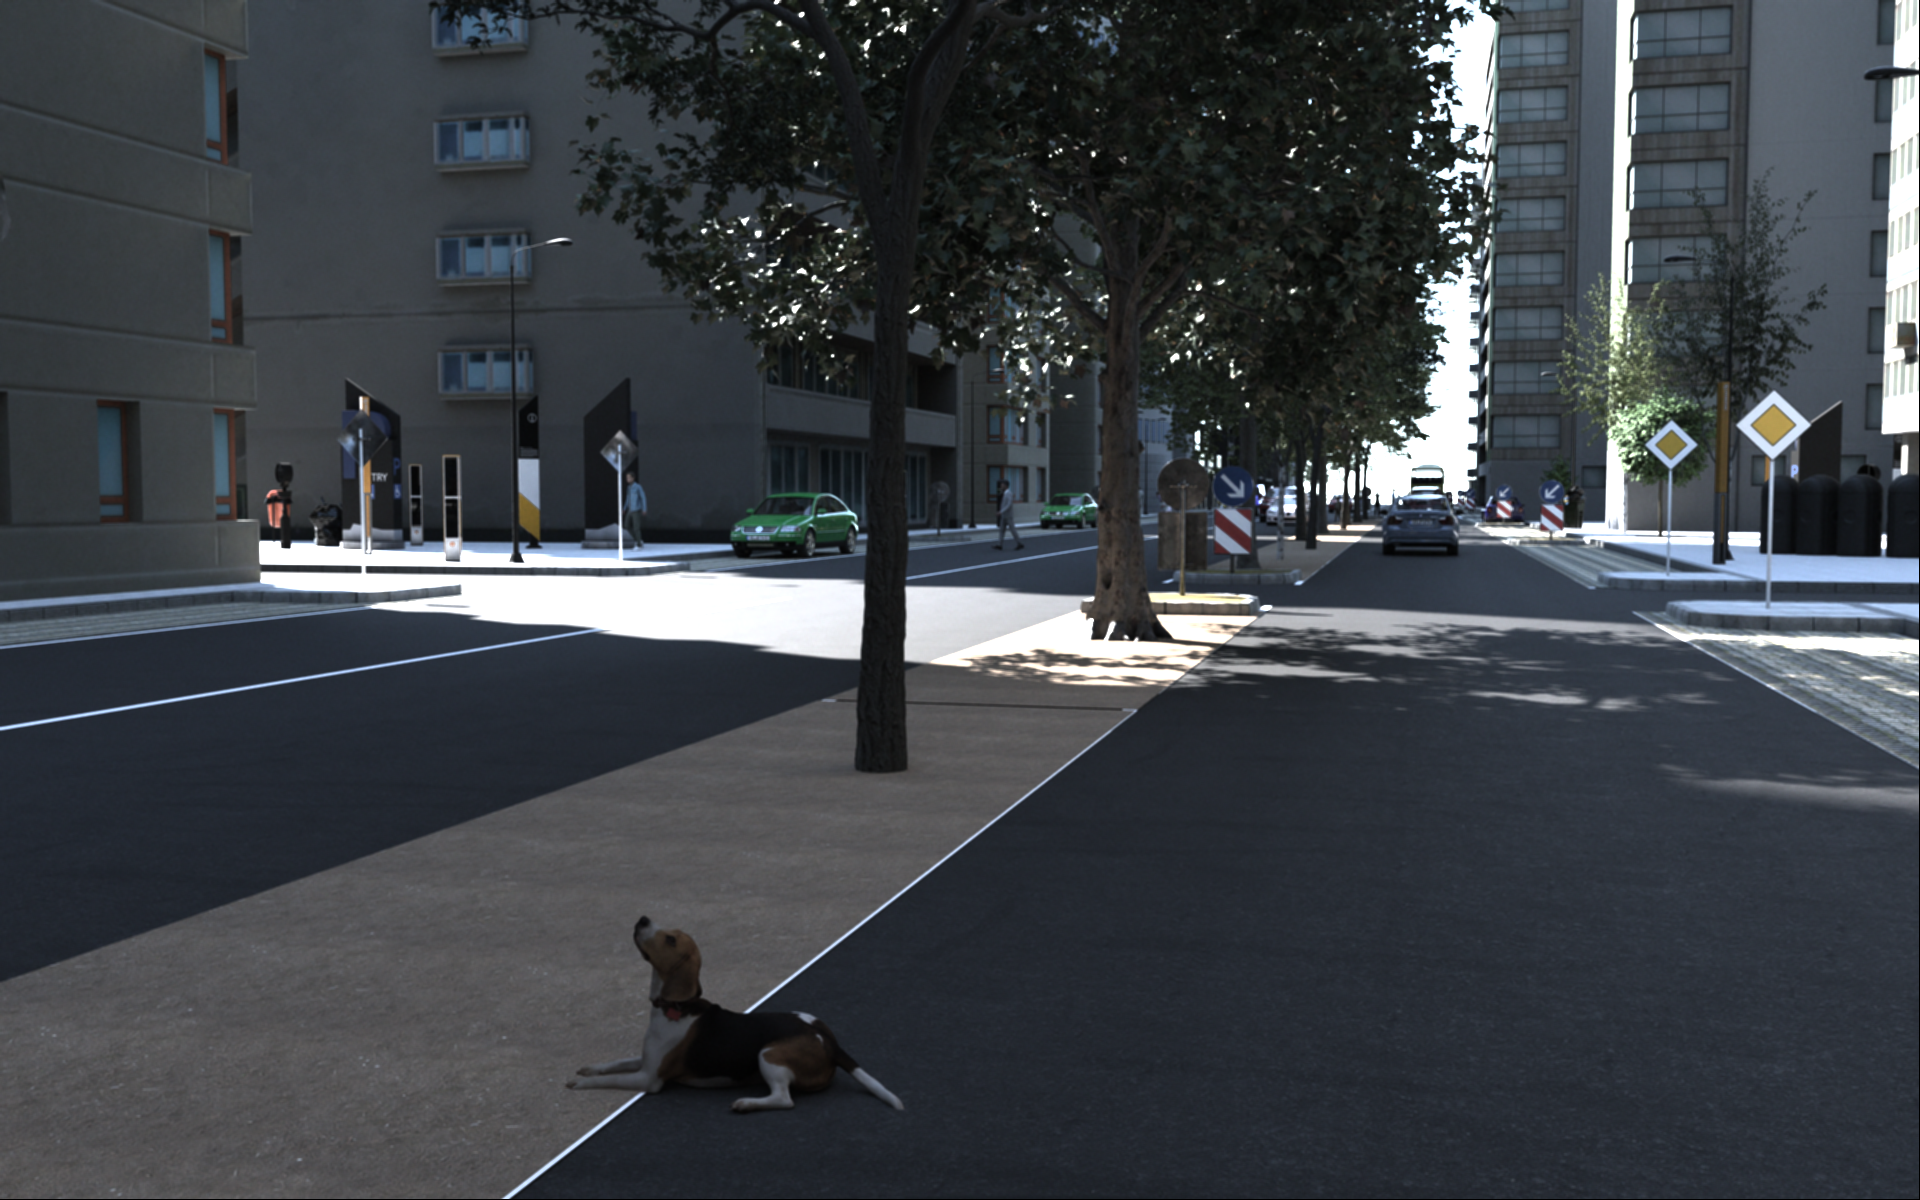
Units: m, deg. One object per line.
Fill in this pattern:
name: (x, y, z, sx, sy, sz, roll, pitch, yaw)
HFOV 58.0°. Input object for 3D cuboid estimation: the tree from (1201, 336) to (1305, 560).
tree: (6.962, -5.180, 37.509, 4.737, 8.622, 4.395, 0, 3, 0)

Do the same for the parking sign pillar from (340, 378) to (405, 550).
parking sign pillar: (-13.688, -3.168, 40.262, 1.447, 3.967, 1.447, 1, 4, 10)

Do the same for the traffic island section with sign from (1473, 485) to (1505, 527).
traffic island section with sign: (23.529, -4.084, 75.398, 1.989, 1.847, 2.006, 1, 4, 15)

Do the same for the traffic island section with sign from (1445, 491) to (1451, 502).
traffic island section with sign: (43.171, -8.639, 149.870, 1.989, 1.847, 2.006, 1, 4, 15)

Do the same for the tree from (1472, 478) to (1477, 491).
tree: (54.249, -11.330, 179.852, 1.663, 3.219, 1.824, 0, 3, 0)

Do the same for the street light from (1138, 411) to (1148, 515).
street light: (9.577, -7.620, 97.121, 1.470, 5.913, 1.316, 1, 4, 15)

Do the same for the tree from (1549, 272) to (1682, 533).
tree: (21.640, -6.492, 56.513, 4.737, 8.622, 4.395, 0, 3, 0)

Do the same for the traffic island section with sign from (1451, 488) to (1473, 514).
traffic island section with sign: (36.013, -6.978, 122.711, 1.989, 1.847, 2.006, 1, 4, 15)

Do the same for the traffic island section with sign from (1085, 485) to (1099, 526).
traffic island section with sign: (6.300, -4.312, 79.134, 1.989, 1.847, 2.006, 1, 4, 15)

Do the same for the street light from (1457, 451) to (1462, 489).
street light: (55.119, -13.213, 188.578, 1.470, 5.913, 1.316, 1, 4, 15)

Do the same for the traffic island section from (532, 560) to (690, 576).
traffic island section: (-6.227, -0.574, 31.665, 2.009, 0.180, 2.903, 1, 4, 15)

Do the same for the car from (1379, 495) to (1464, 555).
car: (11.193, -1.838, 42.050, 2.014, 1.417, 4.499, 1, 4, 15)

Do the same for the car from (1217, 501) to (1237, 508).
car: (15.936, -5.494, 100.048, 2.015, 1.641, 3.980, 1, 4, 15)

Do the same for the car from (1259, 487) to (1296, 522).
car: (16.661, -4.948, 89.575, 2.281, 1.827, 5.304, 1, 4, 14)

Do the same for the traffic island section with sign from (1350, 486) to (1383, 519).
traffic island section with sign: (23.705, -5.689, 101.145, 2.006, 1.907, 1.989, 1, 4, 15)

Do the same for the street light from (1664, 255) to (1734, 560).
street light: (14.399, -3.744, 33.754, 1.470, 5.913, 1.316, 1, 4, 15)

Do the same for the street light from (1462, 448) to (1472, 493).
street light: (51.229, -12.280, 173.325, 1.470, 5.913, 1.316, 1, 4, 15)

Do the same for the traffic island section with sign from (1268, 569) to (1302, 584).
traffic island section with sign: (4.555, -1.244, 28.479, 2.006, 1.907, 1.989, 1, 4, 15)

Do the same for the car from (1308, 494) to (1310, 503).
car: (34.654, -9.981, 173.414, 2.015, 1.641, 3.980, 1, 4, 16)

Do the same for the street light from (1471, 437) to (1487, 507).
street light: (42.649, -10.297, 140.899, 1.470, 5.913, 1.316, 1, 4, 15)

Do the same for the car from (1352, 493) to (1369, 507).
car: (37.833, -9.435, 163.851, 1.945, 1.707, 3.694, 1, 4, 14)

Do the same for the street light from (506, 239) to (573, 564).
street light: (-7.710, -3.625, 31.809, 1.470, 5.913, 1.316, 1, 4, 15)

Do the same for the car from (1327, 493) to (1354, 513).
car: (29.560, -7.654, 134.184, 2.155, 1.783, 4.494, 1, 4, 15)

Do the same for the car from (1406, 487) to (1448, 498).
car: (25.514, -5.263, 94.724, 2.281, 1.827, 5.304, 1, 4, 16)

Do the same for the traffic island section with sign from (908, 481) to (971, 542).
traffic island section with sign: (-0.736, -2.683, 52.488, 1.989, 1.847, 2.006, 1, 4, 15)

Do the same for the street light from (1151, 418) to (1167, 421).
street light: (11.937, -8.164, 106.021, 1.470, 5.913, 1.316, 1, 4, 15)

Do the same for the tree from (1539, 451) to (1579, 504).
tree: (26.557, -5.001, 76.370, 1.663, 3.219, 1.824, 0, 3, 0)

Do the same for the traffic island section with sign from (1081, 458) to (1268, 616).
traffic island section with sign: (2.657, -0.806, 21.318, 2.006, 1.907, 1.989, 1, 4, 15)

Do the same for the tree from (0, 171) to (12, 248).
tree: (-2.632, -3.032, 2.389, 4.360, 8.622, 3.978, 0, 3, 0)

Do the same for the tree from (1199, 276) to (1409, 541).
tree: (10.379, -7.624, 52.859, 9.928, 11.665, 9.643, 0, 3, 0)

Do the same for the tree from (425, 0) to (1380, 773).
tree: (-0.520, -4.370, 8.322, 8.767, 10.594, 7.601, 1, 4, 15)

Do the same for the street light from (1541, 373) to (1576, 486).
street light: (22.905, -5.728, 66.199, 1.470, 5.913, 1.316, 1, 4, 15)

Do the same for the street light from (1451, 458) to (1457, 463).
street light: (63.873, -15.211, 221.233, 1.470, 5.913, 1.316, 1, 4, 15)

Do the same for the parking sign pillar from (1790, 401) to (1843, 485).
parking sign pillar: (24.896, -3.788, 50.400, 1.447, 3.967, 1.447, 0, 4, -6)

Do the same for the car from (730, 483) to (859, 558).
car: (-3.778, -1.909, 40.007, 1.959, 1.807, 4.718, 1, 4, 16)

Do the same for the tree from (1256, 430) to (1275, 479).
tree: (30.476, -13.985, 179.014, 4.360, 8.622, 3.978, 0, 3, 0)

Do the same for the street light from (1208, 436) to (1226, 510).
street light: (20.519, -10.147, 138.446, 1.470, 5.913, 1.316, 1, 4, 15)

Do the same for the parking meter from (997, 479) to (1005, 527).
parking meter: (1.583, -3.739, 66.837, 0.255, 1.863, 0.399, 1, 4, 15)

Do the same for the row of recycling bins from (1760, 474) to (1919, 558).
row of recycling bins: (18.396, -1.774, 36.110, 1.069, 1.692, 3.534, -2, 4, -35)

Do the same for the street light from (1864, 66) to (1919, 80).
street light: (10.529, -2.834, 18.876, 1.470, 5.913, 1.316, 1, 4, 15)

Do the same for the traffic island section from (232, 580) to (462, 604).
traffic island section: (-8.263, -0.102, 23.943, 2.009, 0.180, 2.903, 1, 4, 15)

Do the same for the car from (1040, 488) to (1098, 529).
car: (4.556, -3.845, 71.657, 1.959, 1.807, 4.718, 1, 4, 16)

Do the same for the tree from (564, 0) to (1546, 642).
tree: (1.567, -5.947, 16.695, 9.611, 12.733, 9.660, 0, 3, 0)

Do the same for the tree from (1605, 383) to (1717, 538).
tree: (20.903, -4.137, 51.346, 4.285, 4.588, 4.351, 0, 3, 0)

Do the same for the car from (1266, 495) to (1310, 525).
car: (15.294, -4.153, 80.264, 2.083, 1.381, 4.827, 1, 4, 16)

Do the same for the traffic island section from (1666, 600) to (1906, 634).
traffic island section: (9.087, 0.177, 19.380, 2.009, 0.180, 2.903, 1, 4, 15)

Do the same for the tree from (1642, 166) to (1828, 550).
tree: (17.743, -5.478, 39.928, 4.360, 8.622, 3.978, 0, 3, 0)

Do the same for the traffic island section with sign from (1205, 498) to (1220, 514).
traffic island section with sign: (19.258, -7.320, 128.309, 1.989, 1.847, 2.006, 1, 4, 15)

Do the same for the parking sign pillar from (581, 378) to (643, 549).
parking sign pillar: (-8.204, -3.197, 40.745, 1.447, 3.967, 1.447, 2, 4, 28)

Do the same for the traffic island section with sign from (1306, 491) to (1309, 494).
traffic island section with sign: (47.199, -13.801, 234.265, 1.989, 1.847, 2.006, 1, 4, 15)

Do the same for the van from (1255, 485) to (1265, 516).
van: (18.854, -6.675, 113.517, 2.240, 2.365, 5.245, 1, 4, 16)

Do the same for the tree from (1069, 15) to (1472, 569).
tree: (5.338, -6.778, 31.405, 7.486, 12.596, 7.792, 0, 3, 0)

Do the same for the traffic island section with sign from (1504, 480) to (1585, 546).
traffic island section with sign: (16.578, -2.470, 49.019, 1.989, 1.847, 2.006, 1, 4, 15)

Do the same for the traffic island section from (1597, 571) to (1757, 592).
traffic island section: (11.123, -0.295, 27.102, 2.009, 0.180, 2.903, 1, 4, 15)

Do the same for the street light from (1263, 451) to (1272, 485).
street light: (33.223, -13.094, 186.627, 1.470, 5.913, 1.316, 1, 4, 15)

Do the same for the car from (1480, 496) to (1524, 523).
car: (24.679, -4.049, 78.784, 1.945, 1.354, 3.894, 1, 4, 14)

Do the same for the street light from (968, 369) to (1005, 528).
street light: (0.981, -5.637, 64.700, 1.470, 5.913, 1.316, 1, 4, 15)

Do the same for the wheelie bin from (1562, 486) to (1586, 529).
wheelie bin: (22.949, -3.472, 64.675, 0.693, 1.594, 0.980, 3, 5, 45)
